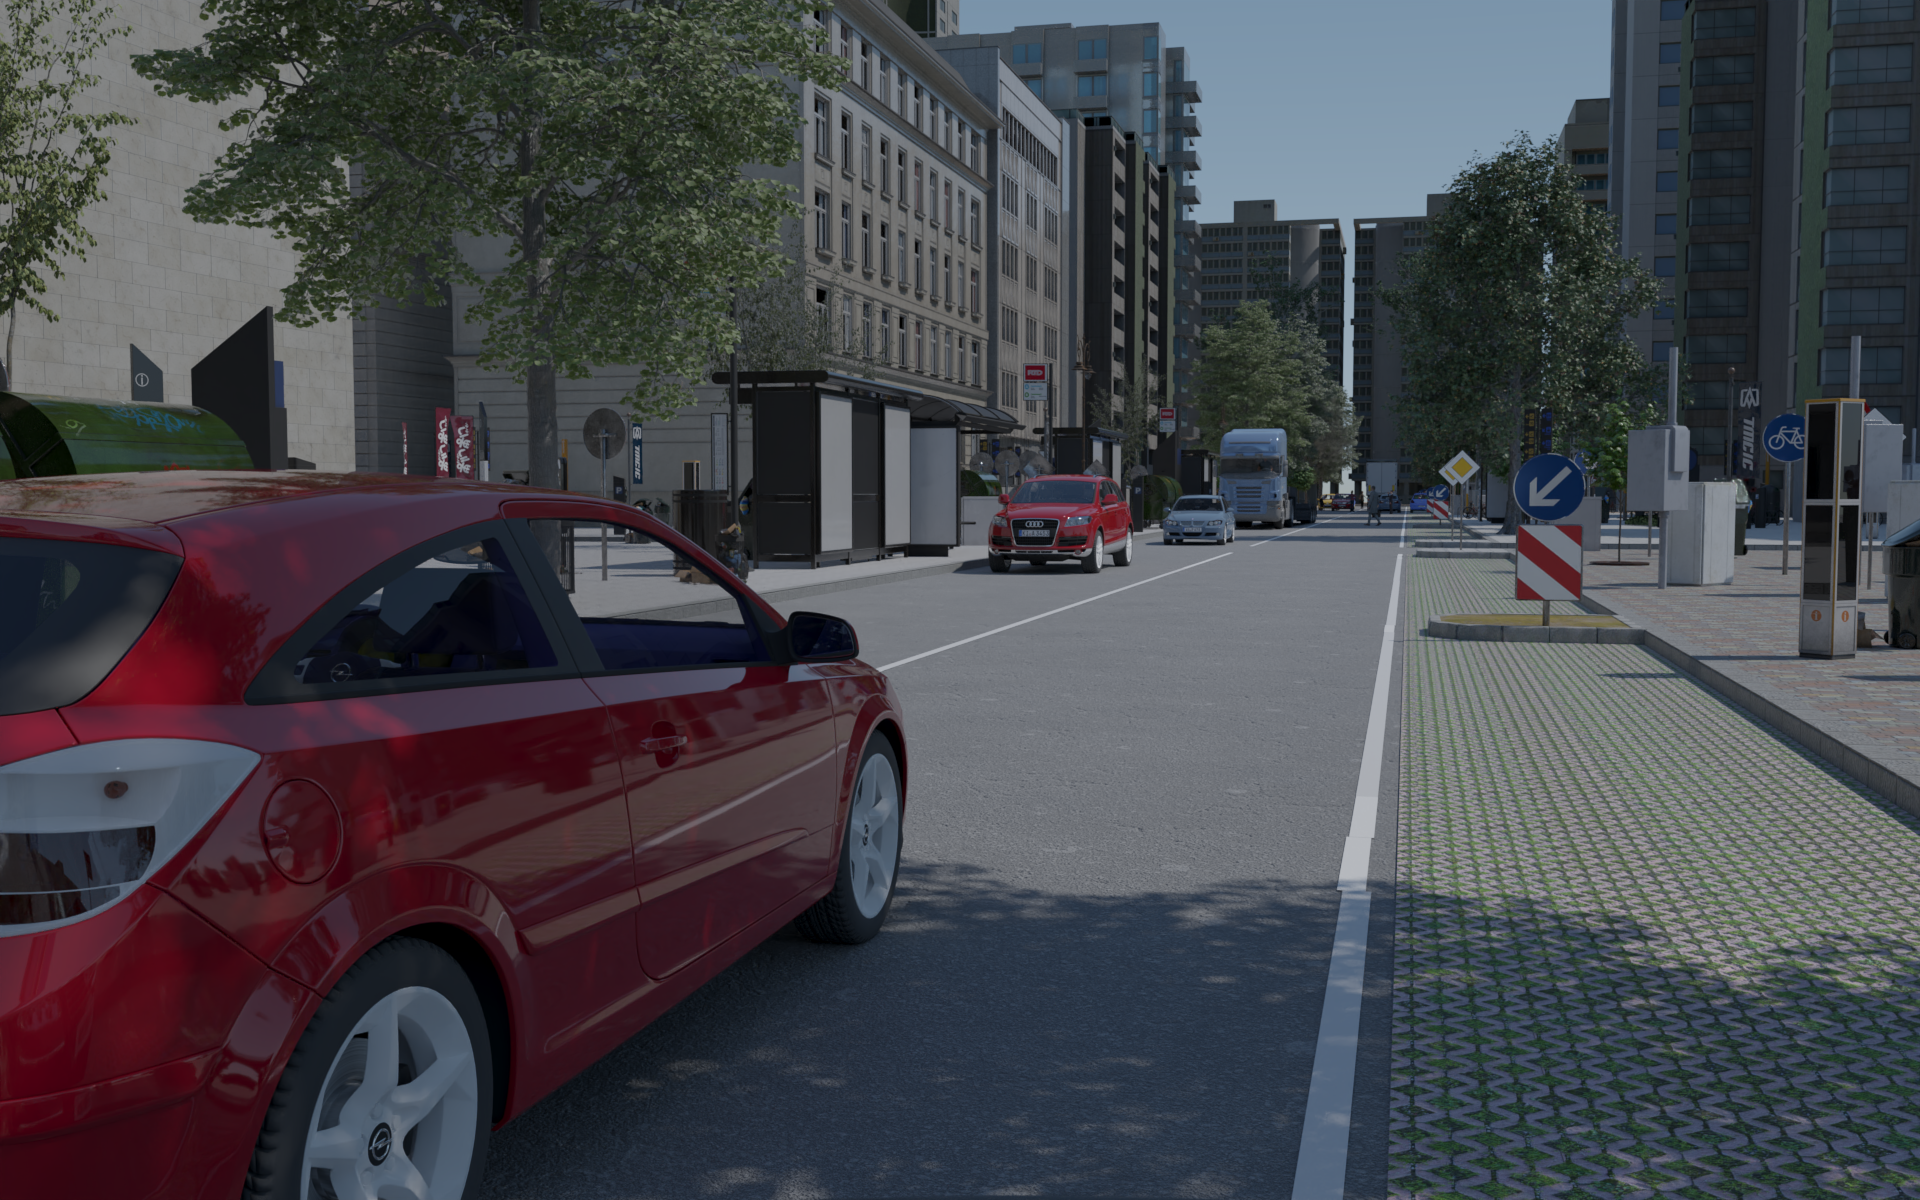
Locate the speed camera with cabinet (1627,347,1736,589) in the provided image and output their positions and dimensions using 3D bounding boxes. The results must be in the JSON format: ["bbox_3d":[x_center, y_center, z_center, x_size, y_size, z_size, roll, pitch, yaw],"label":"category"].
[{"bbox_3d":[10.025,-1.816,24.027,2.038,3.252,0.660,-3,5,-40],"label":"speed camera with cabinet"}]

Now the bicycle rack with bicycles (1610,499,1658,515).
[{"bbox_3d":[44.222,-6.185,114.508,2.852,0.926,2.925,0,4,0],"label":"bicycle rack with bicycles"}]

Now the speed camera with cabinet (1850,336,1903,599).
[{"bbox_3d":[11.535,-1.639,21.138,0.660,3.252,2.038,-1,4,-12],"label":"speed camera with cabinet"}]

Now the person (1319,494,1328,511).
[{"bbox_3d":[30.714,-8.226,146.185,0.799,1.438,0.628,1,4,21],"label":"person"}]

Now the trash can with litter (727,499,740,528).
[{"bbox_3d":[-7.357,-2.702,55.559,0.624,1.170,1.055,3,5,41],"label":"trash can with litter"}]

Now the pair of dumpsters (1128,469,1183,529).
[{"bbox_3d":[7.307,-3.812,64.825,1.574,2.255,4.437,1,4,15],"label":"pair of dumpsters"}]

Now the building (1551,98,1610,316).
[{"bbox_3d":[84.361,-36.089,213.752,21.600,48.544,21.300,1,4,14],"label":"building"}]

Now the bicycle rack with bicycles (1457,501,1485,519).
[{"bbox_3d":[27.278,-4.694,90.132,2.925,0.926,2.852,0,4,-1],"label":"bicycle rack with bicycles"}]

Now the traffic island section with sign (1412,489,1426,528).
[{"bbox_3d":[19.959,-3.898,72.354,1.989,1.847,2.006,1,4,14],"label":"traffic island section with sign"}]

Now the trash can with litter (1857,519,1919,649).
[{"bbox_3d":[7.764,-0.187,14.438,1.055,1.170,0.624,1,4,12],"label":"trash can with litter"}]

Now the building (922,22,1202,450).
[{"bbox_3d":[9.202,-34.273,179.973,30.456,49.044,23.786,1,4,14],"label":"building"}]

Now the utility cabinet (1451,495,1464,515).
[{"bbox_3d":[30.727,-5.859,106.948,0.306,1.237,1.020,-1,4,-16],"label":"utility cabinet"}]

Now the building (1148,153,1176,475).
[{"bbox_3d":[10.364,-22.975,147.335,14.160,30.474,14.107,1,4,14],"label":"building"}]

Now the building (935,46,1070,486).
[{"bbox_3d":[-1.336,-17.422,102.869,12.078,24.808,19.932,1,4,14],"label":"building"}]

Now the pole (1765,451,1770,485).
[{"bbox_3d":[37.754,-5.331,81.000,0.158,3.312,0.155,0,3,0],"label":"pole"}]

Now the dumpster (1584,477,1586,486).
[{"bbox_3d":[23.663,-3.999,67.872,1.502,2.255,1.985,1,4,15],"label":"dumpster"}]

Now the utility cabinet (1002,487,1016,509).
[{"bbox_3d":[1.291,-2.998,57.702,1.173,1.500,0.318,-2,4,-31],"label":"utility cabinet"}]

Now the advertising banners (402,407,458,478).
[{"bbox_3d":[-10.647,-2.324,34.192,0.090,3.025,2.074,1,4,19],"label":"advertising banners"}]

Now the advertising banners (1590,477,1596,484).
[{"bbox_3d":[34.535,-6.134,96.476,2.074,3.025,0.090,0,4,5],"label":"advertising banners"}]

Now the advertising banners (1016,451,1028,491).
[{"bbox_3d":[2.403,-4.548,70.543,0.090,3.025,2.074,-2,4,-27],"label":"advertising banners"}]

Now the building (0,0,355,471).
[{"bbox_3d":[-21.470,-10.781,31.028,16.860,20.320,10.420,1,4,14],"label":"building"}]

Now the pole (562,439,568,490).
[{"bbox_3d":[-14.685,-4.317,64.420,0.158,3.312,0.155,0,3,0],"label":"pole"}]

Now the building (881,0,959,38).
[{"bbox_3d":[-12.551,-48.935,238.331,20.611,71.187,20.563,1,4,14],"label":"building"}]

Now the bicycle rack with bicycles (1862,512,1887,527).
[{"bbox_3d":[34.776,-3.321,67.687,2.925,0.926,2.852,-2,4,-27],"label":"bicycle rack with bicycles"}]

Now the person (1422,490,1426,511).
[{"bbox_3d":[38.944,-8.302,144.760,0.750,1.759,0.617,0,4,5],"label":"person"}]

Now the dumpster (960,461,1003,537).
[{"bbox_3d":[0.307,-2.947,50.681,1.502,2.255,1.985,1,4,14],"label":"dumpster"}]

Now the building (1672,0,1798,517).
[{"bbox_3d":[48.676,-20.099,100.320,14.160,30.474,14.107,1,4,14],"label":"building"}]

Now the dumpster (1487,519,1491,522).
[{"bbox_3d":[25.248,-4.592,80.833,1.264,1.857,1.865,1,4,14],"label":"dumpster"}]

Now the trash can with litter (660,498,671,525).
[{"bbox_3d":[-10.206,-3.025,60.848,1.055,1.170,0.624,0,4,2],"label":"trash can with litter"}]

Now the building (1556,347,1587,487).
[{"bbox_3d":[71.412,-19.415,162.473,27.650,21.520,28.899,1,4,14],"label":"building"}]

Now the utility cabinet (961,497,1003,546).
[{"bbox_3d":[0.551,-1.955,43.131,1.020,1.237,0.306,-1,4,-11],"label":"utility cabinet"}]

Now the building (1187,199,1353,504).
[{"bbox_3d":[39.136,-33.014,231.657,23.993,40.220,32.217,1,4,14],"label":"building"}]

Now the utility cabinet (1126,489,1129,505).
[{"bbox_3d":[10.541,-6.109,108.554,0.318,1.500,1.173,2,4,34],"label":"utility cabinet"}]

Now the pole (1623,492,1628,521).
[{"bbox_3d":[31.921,-5.455,83.036,0.158,3.312,0.155,0,3,0],"label":"pole"}]

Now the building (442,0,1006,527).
[{"bbox_3d":[-9.158,-15.032,79.053,16.112,22.955,30.059,1,4,14],"label":"building"}]

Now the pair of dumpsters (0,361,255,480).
[{"bbox_3d":[-6.689,-0.551,11.510,1.574,2.255,4.437,1,4,14],"label":"pair of dumpsters"}]

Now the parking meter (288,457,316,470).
[{"bbox_3d":[-10.465,-1.340,27.621,0.255,1.863,0.399,3,5,40],"label":"parking meter"}]

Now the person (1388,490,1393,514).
[{"bbox_3d":[30.609,-6.977,123.383,0.445,1.727,0.742,-2,4,-28],"label":"person"}]

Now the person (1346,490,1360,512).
[{"bbox_3d":[31.146,-7.836,137.346,1.217,1.743,0.721,3,5,40],"label":"person"}]

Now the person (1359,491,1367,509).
[{"bbox_3d":[39.410,-9.793,169.336,1.217,1.735,0.721,-3,5,-41],"label":"person"}]

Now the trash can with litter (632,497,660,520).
[{"bbox_3d":[-8.379,-2.041,44.756,0.624,1.170,1.055,-3,5,-41],"label":"trash can with litter"}]

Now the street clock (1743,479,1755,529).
[{"bbox_3d":[28.951,-3.611,63.611,0.358,2.002,0.471,0,4,-2],"label":"street clock"}]

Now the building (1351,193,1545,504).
[{"bbox_3d":[63.418,-32.688,226.324,23.993,40.220,32.217,1,4,14],"label":"building"}]

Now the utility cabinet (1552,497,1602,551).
[{"bbox_3d":[13.898,-1.706,39.054,1.020,1.237,0.306,1,4,13],"label":"utility cabinet"}]

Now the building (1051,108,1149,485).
[{"bbox_3d":[6.224,-22.150,133.859,14.160,30.474,14.107,1,4,14],"label":"building"}]

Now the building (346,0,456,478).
[{"bbox_3d":[-33.216,-17.048,75.991,25.104,27.353,12.463,1,4,14],"label":"building"}]

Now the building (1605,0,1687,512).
[{"bbox_3d":[61.586,-36.235,134.440,21.231,58.520,28.212,1,4,14],"label":"building"}]

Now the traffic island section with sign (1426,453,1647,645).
[{"bbox_3d":[5.773,-0.543,17.500,1.989,1.847,2.006,1,4,14],"label":"traffic island section with sign"}]

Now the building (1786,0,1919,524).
[{"bbox_3d":[45.399,-24.126,78.057,14.154,41.232,14.086,1,4,14],"label":"building"}]

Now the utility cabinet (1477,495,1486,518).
[{"bbox_3d":[28.537,-5.048,93.691,1.020,1.237,0.306,0,4,6],"label":"utility cabinet"}]

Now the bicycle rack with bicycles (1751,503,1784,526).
[{"bbox_3d":[32.167,-3.495,70.517,2.925,0.926,2.852,0,4,-5],"label":"bicycle rack with bicycles"}]

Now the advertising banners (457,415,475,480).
[{"bbox_3d":[-10.348,-2.606,38.790,2.074,3.025,0.090,-2,4,-27],"label":"advertising banners"}]

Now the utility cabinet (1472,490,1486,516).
[{"bbox_3d":[29.580,-5.482,98.303,1.173,1.500,0.318,-2,4,-32],"label":"utility cabinet"}]

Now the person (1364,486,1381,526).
[{"bbox_3d":[18.682,-4.268,78.384,0.767,1.812,0.694,3,5,44],"label":"person"}]
